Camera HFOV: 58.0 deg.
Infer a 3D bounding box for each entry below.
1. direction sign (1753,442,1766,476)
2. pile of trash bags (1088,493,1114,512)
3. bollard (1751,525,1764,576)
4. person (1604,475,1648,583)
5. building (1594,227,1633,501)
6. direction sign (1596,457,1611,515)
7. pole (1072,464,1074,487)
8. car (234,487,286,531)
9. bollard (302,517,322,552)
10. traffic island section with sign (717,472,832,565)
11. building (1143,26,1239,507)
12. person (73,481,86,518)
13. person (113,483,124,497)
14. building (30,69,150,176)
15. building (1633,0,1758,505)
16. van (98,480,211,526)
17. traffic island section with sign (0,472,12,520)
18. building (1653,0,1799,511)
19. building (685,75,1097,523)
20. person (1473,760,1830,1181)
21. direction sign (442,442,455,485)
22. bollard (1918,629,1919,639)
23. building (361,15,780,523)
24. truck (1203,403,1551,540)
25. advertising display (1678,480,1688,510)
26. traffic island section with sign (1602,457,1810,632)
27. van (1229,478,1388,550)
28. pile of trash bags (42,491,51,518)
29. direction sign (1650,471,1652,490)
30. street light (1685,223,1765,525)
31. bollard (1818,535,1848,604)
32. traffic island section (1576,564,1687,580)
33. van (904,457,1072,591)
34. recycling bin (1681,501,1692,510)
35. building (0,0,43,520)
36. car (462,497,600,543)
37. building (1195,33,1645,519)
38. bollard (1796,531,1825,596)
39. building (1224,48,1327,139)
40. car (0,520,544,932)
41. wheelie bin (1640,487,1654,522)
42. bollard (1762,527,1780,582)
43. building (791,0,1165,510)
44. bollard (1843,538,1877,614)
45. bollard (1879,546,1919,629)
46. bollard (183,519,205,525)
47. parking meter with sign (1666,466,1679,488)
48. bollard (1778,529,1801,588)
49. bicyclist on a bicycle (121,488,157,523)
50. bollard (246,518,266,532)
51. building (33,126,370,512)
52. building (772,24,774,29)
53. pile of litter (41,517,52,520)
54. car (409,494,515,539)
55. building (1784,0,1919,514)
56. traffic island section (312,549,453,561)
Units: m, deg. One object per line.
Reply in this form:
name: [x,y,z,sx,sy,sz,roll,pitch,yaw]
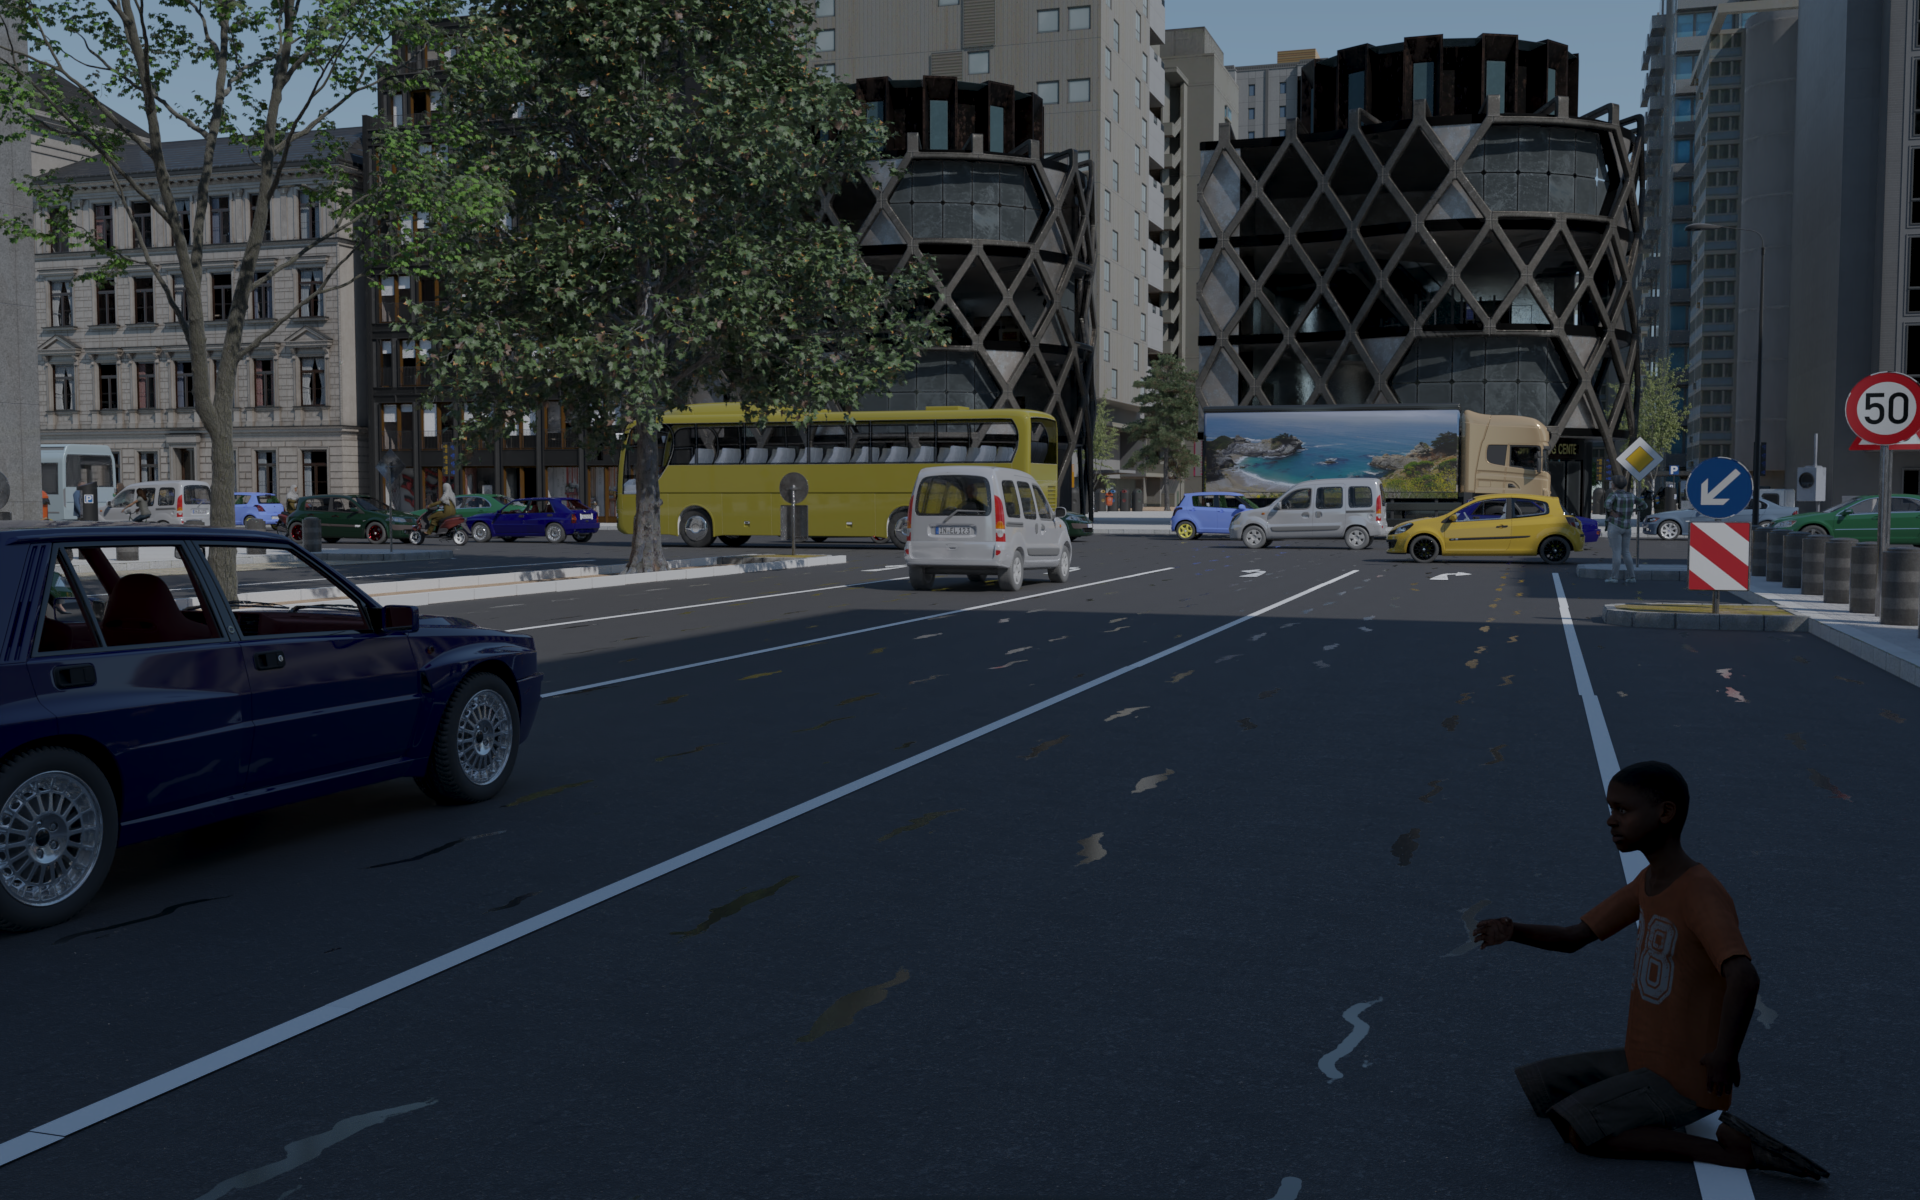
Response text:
direction sign: [34.851,-5.110,75.540,0.876,3.537,0.379,-2,4,-32]
pile of trash bags: [9.152,-6.865,121.997,3.447,1.369,1.912,-1,4,-15]
bollard: [12.606,-0.757,27.095,0.404,0.777,0.398,0,3,0]
person: [10.649,-1.143,27.909,0.841,1.734,0.376,-1,4,-17]
building: [92.908,-32.494,223.150,23.993,40.220,32.217,1,4,18]
direction sign: [39.459,-6.985,106.200,0.876,3.537,0.379,2,4,29]
pole: [7.744,-7.646,118.854,0.158,3.312,0.155,0,3,0]
car: [-28.272,-3.561,67.814,3.694,1.707,1.945,1,4,18]
bollard: [-14.388,-1.452,38.449,0.404,0.777,0.398,0,3,0]
traffic island section with sign: [-3.670,-1.684,35.677,2.006,1.907,1.989,1,4,18]
building: [16.633,-34.057,180.531,21.600,48.544,21.300,1,4,18]
person: [-24.267,-2.396,47.856,0.419,1.800,0.721,-1,4,-15]
person: [-27.025,-2.879,55.824,0.529,1.795,0.600,-2,4,-27]
building: [-54.000,-16.181,93.438,19.941,23.489,11.050,1,4,18]
building: [73.394,-32.824,156.286,23.786,49.044,30.456,1,4,18]
van: [-24.964,-2.828,53.247,4.112,2.044,2.013,1,4,19]
traffic island section with sign: [-15.873,-1.154,27.503,1.989,1.847,2.006,1,4,18]
building: [68.544,-26.768,129.536,32.217,40.220,23.993,1,4,18]
building: [-1.992,-12.937,78.969,16.811,18.784,16.820,1,4,18]
person: [1.480,0.790,3.864,0.655,0.850,0.859,0,4,0]
direction sign: [-22.371,-5.129,75.856,0.379,3.537,0.876,1,4,18]
bollard: [8.707,-0.036,15.312,0.404,0.777,0.398,0,3,0]
building: [-17.863,-15.482,82.814,15.834,23.373,12.332,1,4,18]
truck: [13.474,-4.035,54.886,11.283,4.237,2.839,1,4,17]
advertising display: [32.779,-4.457,78.089,0.974,1.923,0.123,-1,4,-23]
traffic island section with sign: [8.226,-0.648,19.226,1.989,1.847,2.006,1,4,18]
van: [9.163,-2.363,45.646,4.112,2.044,2.013,1,4,18]
pile of trash bags: [-43.107,-4.421,82.034,3.447,1.369,1.912,2,4,34]
direction sign: [46.122,-7.563,115.653,0.379,3.537,0.876,1,4,16]
street light: [13.126,-3.498,29.738,1.470,5.913,1.316,1,4,18]
bollard: [10.382,-0.345,20.365,0.404,0.777,0.398,0,3,0]
traffic island section: [11.865,-0.490,30.296,2.009,0.180,2.903,1,4,18]
van: [0.525,-1.224,27.027,2.013,2.044,4.112,1,4,19]
recycling bin: [27.868,-3.258,65.821,0.722,1.027,0.722,3,5,41]
building: [-30.980,-13.200,33.845,19.932,24.808,12.078,1,4,18]
car: [-12.747,-2.375,51.415,3.894,1.354,1.945,1,4,18]
building: [19.404,-12.530,72.319,16.811,18.784,16.820,1,4,18]
bollard: [10.937,-0.448,22.044,0.404,0.777,0.398,0,3,0]
building: [36.953,-42.448,236.026,28.212,58.520,21.231,1,4,18]
car: [-3.384,0.330,7.186,1.945,1.354,3.894,1,4,19]
wheelie bin: [31.399,-4.366,79.297,0.693,1.594,0.980,2,4,24]
bollard: [12.051,-0.654,25.406,0.404,0.777,0.398,0,3,0]
building: [1.982,-34.152,147.619,28.713,52.752,27.495,1,4,18]
bollard: [9.824,-0.243,18.684,0.404,0.777,0.398,0,3,0]
bollard: [9.267,-0.140,17.006,0.404,0.777,0.398,0,3,0]
bollard: [-15.504,-1.245,35.077,0.404,0.777,0.398,0,3,0]
parking meter with sign: [43.788,-6.755,106.701,0.543,3.016,1.738,1,4,11]
bollard: [11.493,-0.551,23.728,0.404,0.777,0.398,0,3,0]
bicyclist on a bicycle: [-24.238,-2.514,51.133,1.625,1.676,1.499,1,4,17]
bollard: [-14.944,-1.348,36.764,0.404,0.777,0.398,0,3,0]
building: [-35.590,-13.588,86.784,19.286,19.102,10.561,1,4,18]
building: [-8.634,-53.473,186.951,31.000,86.520,22.319,1,4,18]
pile of litter: [-17.359,-1.126,32.380,1.176,0.858,1.719,1,4,23]
car: [-16.102,-2.760,56.918,4.920,1.459,2.131,1,4,16]
building: [44.245,-16.467,62.739,24.014,27.812,14.314,1,4,18]
traffic island section: [-12.621,-0.985,38.382,2.009,0.180,2.903,1,4,18]
